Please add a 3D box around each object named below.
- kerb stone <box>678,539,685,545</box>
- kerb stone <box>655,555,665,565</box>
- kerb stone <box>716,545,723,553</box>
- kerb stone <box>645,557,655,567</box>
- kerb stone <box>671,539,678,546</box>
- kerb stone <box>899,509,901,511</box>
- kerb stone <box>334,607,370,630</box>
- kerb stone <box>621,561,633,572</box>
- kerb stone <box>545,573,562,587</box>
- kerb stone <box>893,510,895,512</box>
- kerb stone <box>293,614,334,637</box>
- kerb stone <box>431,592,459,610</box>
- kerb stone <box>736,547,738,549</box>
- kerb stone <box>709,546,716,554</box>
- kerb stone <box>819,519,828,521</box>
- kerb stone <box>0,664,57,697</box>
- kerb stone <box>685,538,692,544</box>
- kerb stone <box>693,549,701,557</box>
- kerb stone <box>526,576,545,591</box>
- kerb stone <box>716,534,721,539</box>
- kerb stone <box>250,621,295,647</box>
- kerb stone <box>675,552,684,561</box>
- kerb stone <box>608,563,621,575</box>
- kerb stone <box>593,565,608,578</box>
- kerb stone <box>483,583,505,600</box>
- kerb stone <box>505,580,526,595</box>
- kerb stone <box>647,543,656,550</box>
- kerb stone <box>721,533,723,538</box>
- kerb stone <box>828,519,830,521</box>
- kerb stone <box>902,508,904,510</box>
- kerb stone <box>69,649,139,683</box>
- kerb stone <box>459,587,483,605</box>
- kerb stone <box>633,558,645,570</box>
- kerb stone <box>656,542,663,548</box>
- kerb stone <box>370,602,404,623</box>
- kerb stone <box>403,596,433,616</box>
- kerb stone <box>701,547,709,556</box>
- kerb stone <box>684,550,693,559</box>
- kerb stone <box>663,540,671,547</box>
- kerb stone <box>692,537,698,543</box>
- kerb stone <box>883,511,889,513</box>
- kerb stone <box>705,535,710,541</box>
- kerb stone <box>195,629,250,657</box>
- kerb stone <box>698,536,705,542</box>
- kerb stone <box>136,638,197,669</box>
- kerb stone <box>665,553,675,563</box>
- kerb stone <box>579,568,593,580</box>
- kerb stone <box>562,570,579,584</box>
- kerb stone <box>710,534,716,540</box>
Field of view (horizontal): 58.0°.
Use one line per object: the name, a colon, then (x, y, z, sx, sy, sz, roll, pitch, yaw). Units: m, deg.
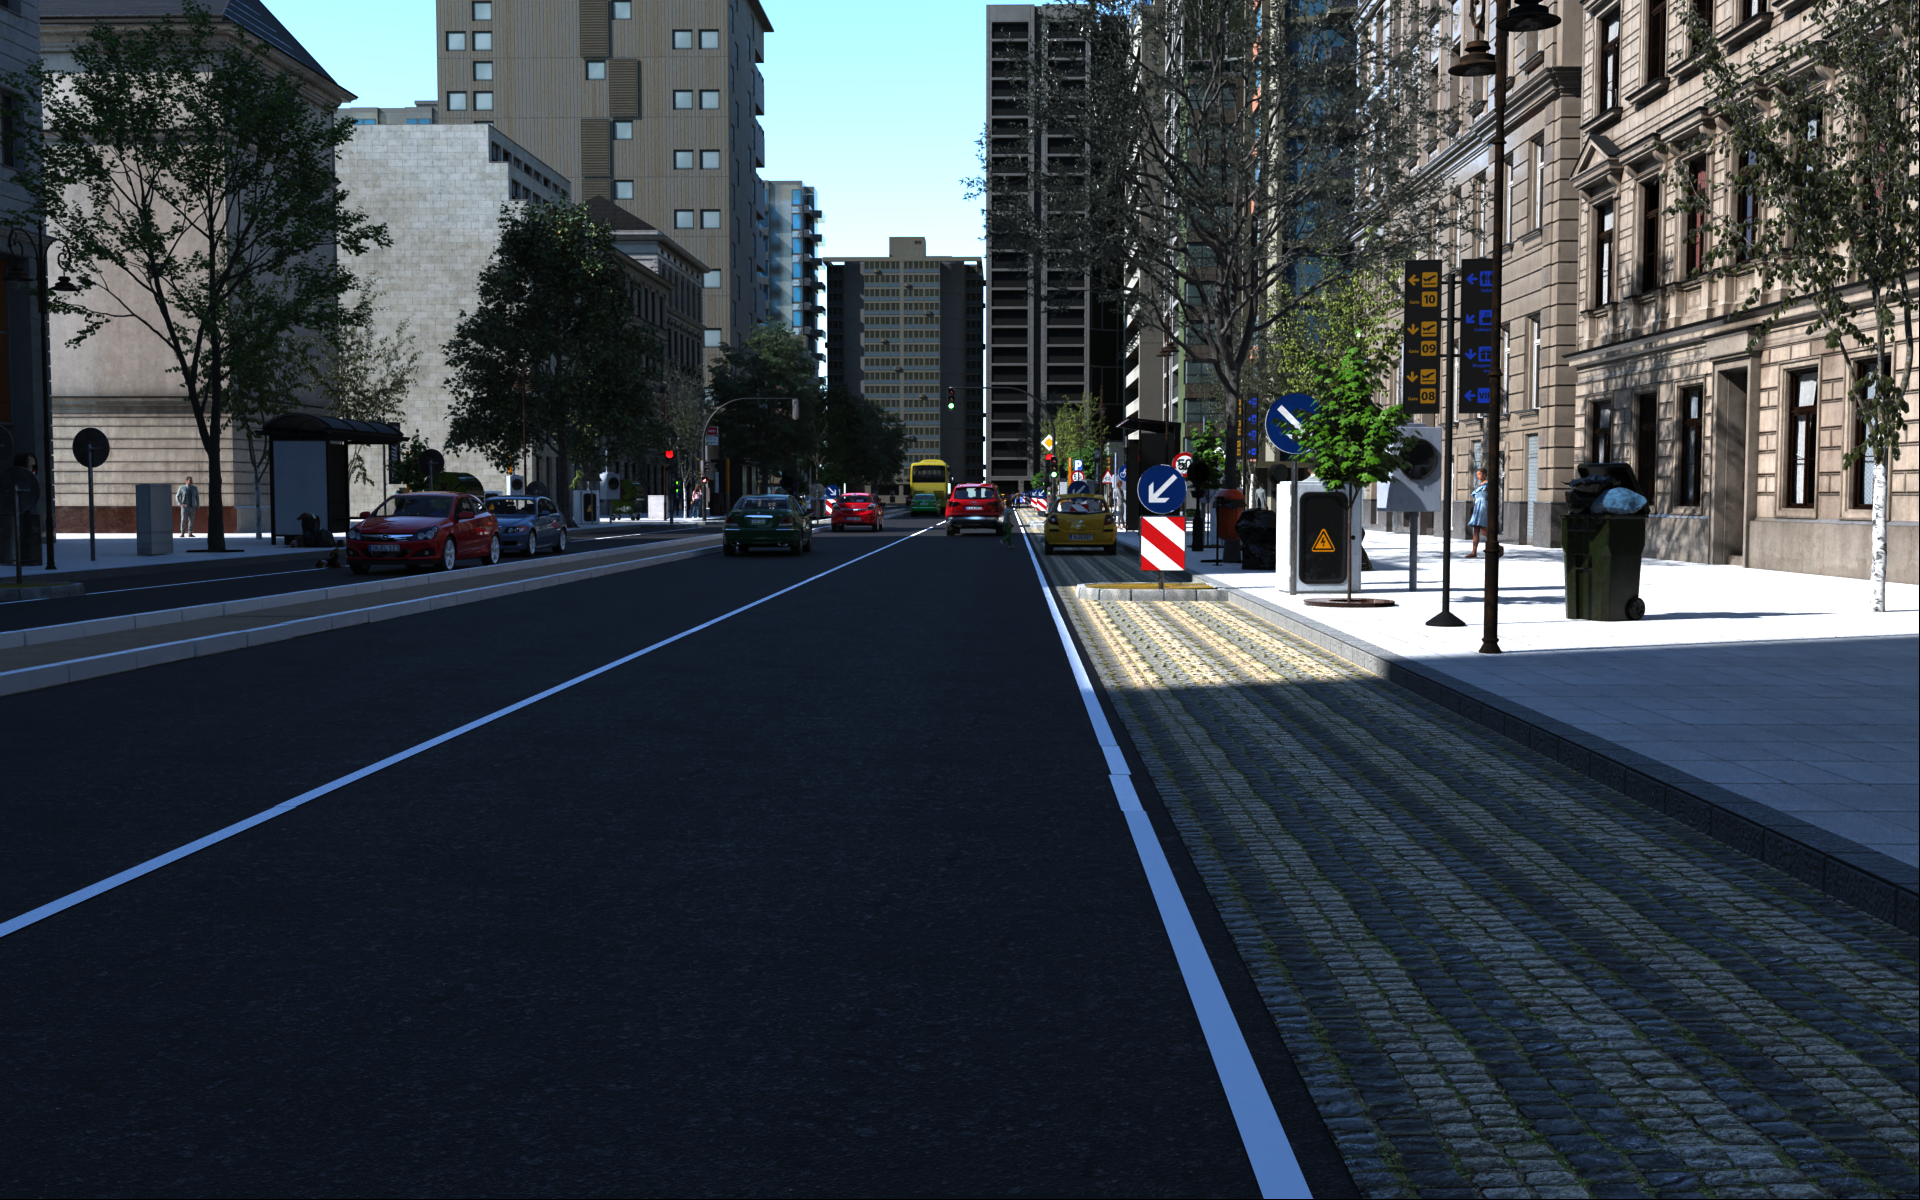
kerb stone: (-7.929, -1.611, 48.541, 0.120, 0.150, 1.000, 0, 4, 2)
kerb stone: (-6.199, -0.795, 35.196, 0.120, 0.150, 1.000, 0, 4, 2)
kerb stone: (-6.003, -1.232, 42.363, 0.120, 0.150, 1.000, 0, 4, 2)
kerb stone: (-6.229, -0.733, 34.173, 0.120, 0.150, 1.000, 0, 4, 2)
kerb stone: (-7.956, -1.549, 47.518, 0.120, 0.150, 1.000, 0, 4, 2)
kerb stone: (-5.255, -7.475, 144.418, 0.120, 0.150, 1.000, 0, 4, 2)
kerb stone: (-6.662, 0.210, 18.767, 0.120, 0.150, 1.000, 0, 4, 2)
kerb stone: (-6.279, -0.607, 32.115, 0.120, 0.150, 1.000, 0, 4, 2)
kerb stone: (-6.425, -0.292, 26.967, 0.120, 0.150, 1.000, 0, 4, 2)
kerb stone: (-5.459, -7.035, 137.225, 0.120, 0.150, 1.000, 0, 4, 2)
kerb stone: (-6.695, 0.273, 17.738, 0.120, 0.150, 1.000, 0, 4, 2)
kerb stone: (-6.566, 0.022, 21.835, 0.120, 0.150, 1.000, 0, 4, 2)
kerb stone: (-5.888, -1.480, 46.462, 0.120, 0.150, 1.000, 0, 4, 2)
kerb stone: (-6.026, -1.171, 41.341, 0.120, 0.150, 1.000, 0, 4, 2)
kerb stone: (-6.859, -3.963, 87.011, 0.120, 0.150, 1.000, 0, 4, 2)
kerb stone: (-6.826, 0.586, 12.620, 0.120, 0.150, 1.000, 0, 4, 2)
kerb stone: (-7.901, -1.671, 49.563, 0.120, 0.150, 1.000, 0, 4, 2)
kerb stone: (-6.081, -1.043, 39.298, 0.120, 0.150, 1.000, 0, 4, 2)
kerb stone: (-6.452, -0.229, 25.940, 0.120, 0.150, 1.000, 0, 4, 2)
kerb stone: (-7.759, -1.989, 54.708, 0.120, 0.150, 1.000, 0, 4, 2)
kerb stone: (-6.709, 0.341, 16.716, 0.120, 0.150, 1.000, 0, 4, 2)
kerb stone: (-6.137, -0.920, 37.251, 0.120, 0.150, 1.000, 0, 4, 2)
kerb stone: (-6.308, -0.543, 31.094, 0.120, 0.150, 1.000, 0, 4, 2)
kerb stone: (-6.336, -0.481, 30.064, 0.120, 0.150, 1.000, 0, 4, 2)
kerb stone: (-6.513, -0.102, 23.890, 0.120, 0.150, 1.000, 0, 4, 2)
kerb stone: (-6.483, -0.165, 24.912, 0.120, 0.150, 1.000, 0, 4, 2)
kerb stone: (-8.038, -1.361, 44.443, 0.120, 0.150, 1.000, 0, 4, 2)
kerb stone: (-7.727, -2.051, 55.730, 0.120, 0.150, 1.000, 0, 4, 2)
kerb stone: (-6.828, -4.023, 88.038, 0.120, 0.150, 1.000, 0, 4, 2)
kerb stone: (-5.148, -7.726, 148.514, 0.120, 0.150, 1.000, 0, 4, 2)
kerb stone: (-6.799, 0.523, 13.643, 0.120, 0.150, 1.000, 0, 4, 2)
kerb stone: (-6.539, -0.041, 22.859, 0.120, 0.150, 1.000, 0, 4, 2)
kerb stone: (-6.250, -0.668, 33.137, 0.120, 0.150, 1.000, 0, 4, 2)
kerb stone: (-8.014, -1.424, 45.472, 0.120, 0.150, 1.000, 0, 4, 2)
kerb stone: (-6.619, 0.147, 19.789, 0.120, 0.150, 1.000, 0, 4, 2)
kerb stone: (-6.594, 0.087, 20.811, 0.120, 0.150, 1.000, 0, 4, 2)
kerb stone: (-6.056, -1.108, 40.319, 0.120, 0.150, 1.000, 0, 4, 2)
kerb stone: (-6.116, -0.984, 38.276, 0.120, 0.150, 1.000, 0, 4, 2)
kerb stone: (-7.983, -1.486, 46.493, 0.120, 0.150, 1.000, 0, 4, 2)
kerb stone: (-7.868, -1.731, 50.584, 0.120, 0.150, 1.000, 0, 4, 2)
kerb stone: (-5.626, -6.660, 131.079, 0.120, 0.150, 1.000, 0, 4, 2)
kerb stone: (-7.811, -1.862, 52.640, 0.120, 0.150, 1.000, 0, 4, 2)
kerb stone: (-6.740, 0.398, 15.695, 0.120, 0.150, 1.000, 0, 4, 2)
kerb stone: (-7.837, -1.800, 51.618, 0.120, 0.150, 1.000, 0, 4, 2)
kerb stone: (-6.778, 0.460, 14.669, 0.120, 0.150, 1.000, 0, 4, 2)
kerb stone: (-6.173, -0.857, 36.227, 0.120, 0.150, 1.000, 0, 4, 2)
kerb stone: (-6.373, -0.419, 29.042, 0.120, 0.150, 1.000, 0, 4, 2)
kerb stone: (-6.394, -0.355, 28.007, 0.120, 0.150, 1.000, 0, 4, 2)
kerb stone: (-7.781, -1.926, 53.678, 0.120, 0.150, 1.000, 0, 4, 2)
